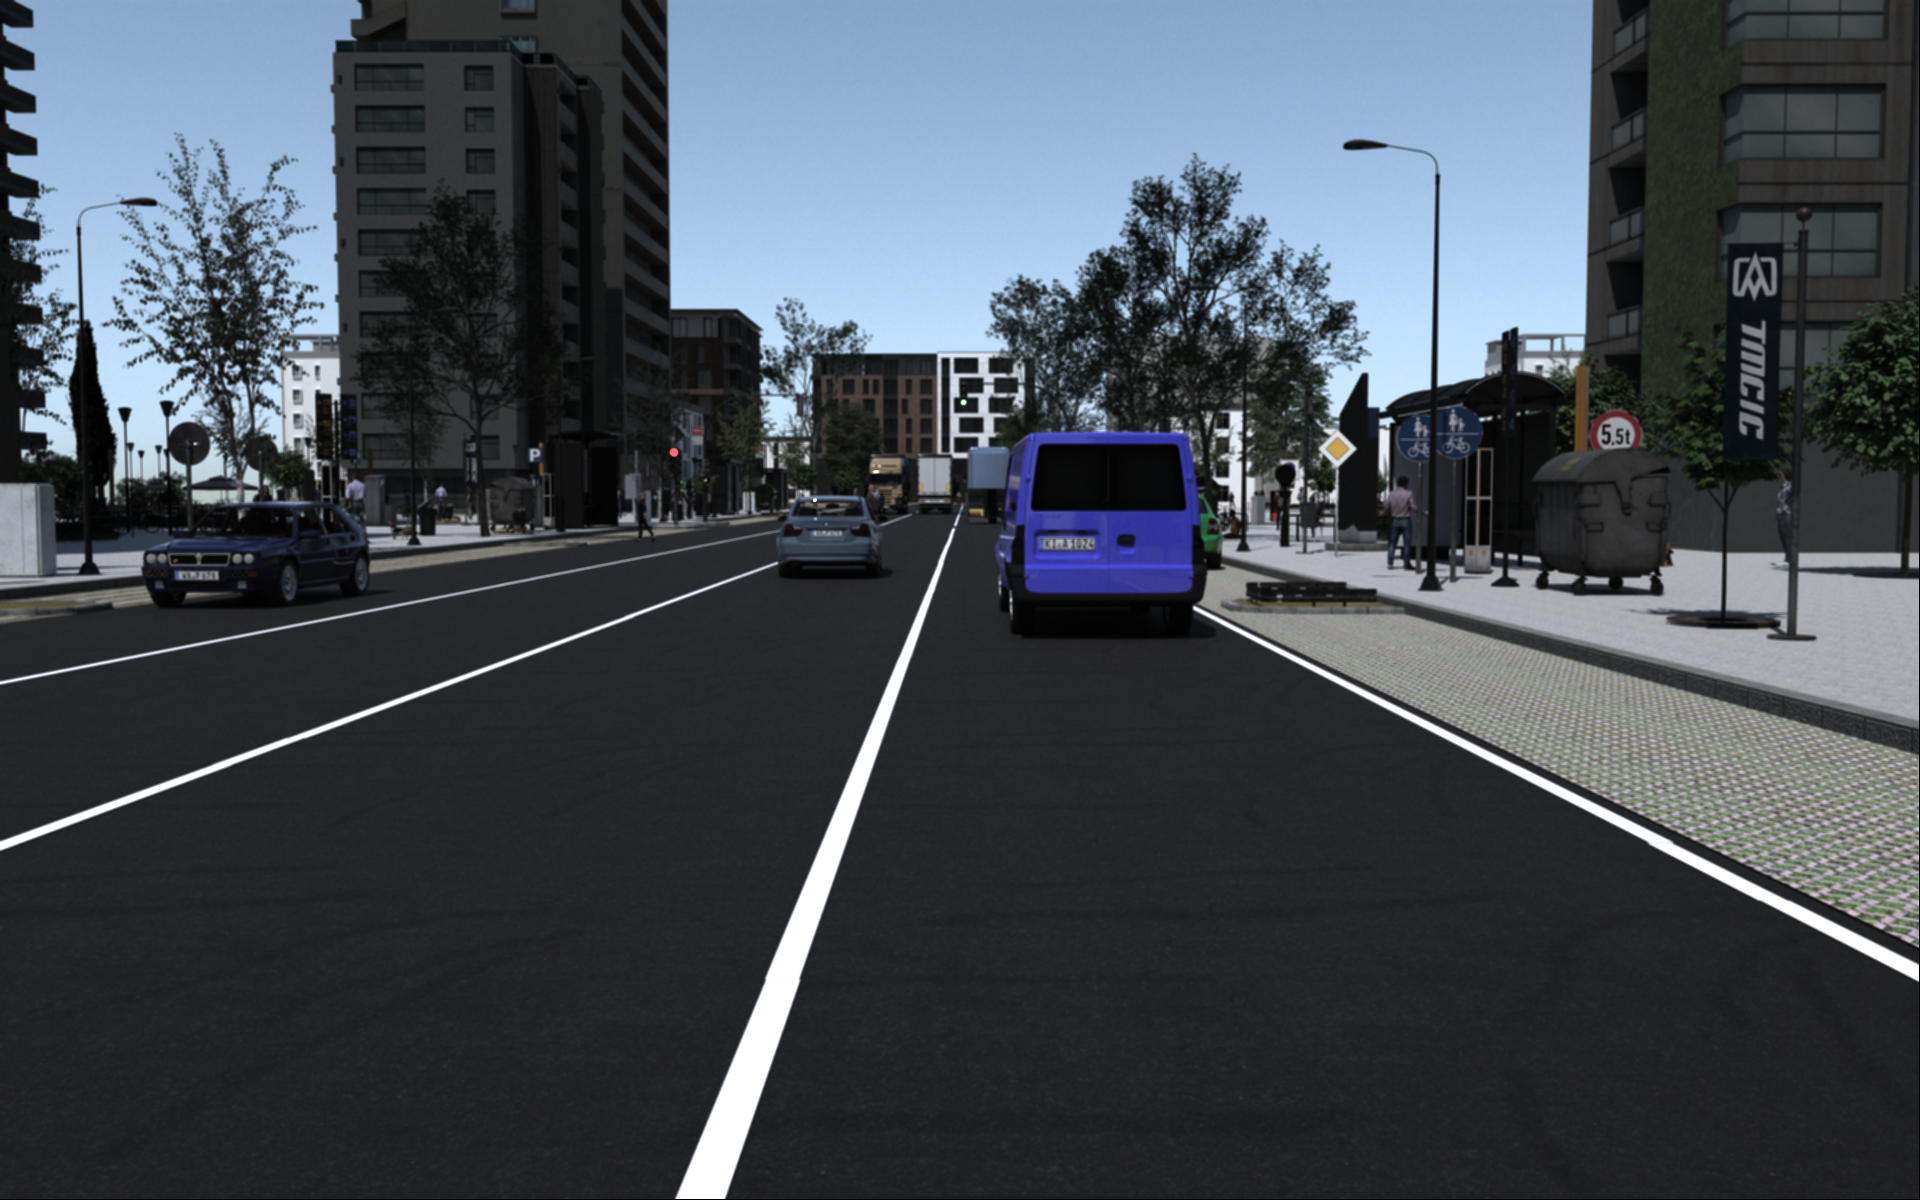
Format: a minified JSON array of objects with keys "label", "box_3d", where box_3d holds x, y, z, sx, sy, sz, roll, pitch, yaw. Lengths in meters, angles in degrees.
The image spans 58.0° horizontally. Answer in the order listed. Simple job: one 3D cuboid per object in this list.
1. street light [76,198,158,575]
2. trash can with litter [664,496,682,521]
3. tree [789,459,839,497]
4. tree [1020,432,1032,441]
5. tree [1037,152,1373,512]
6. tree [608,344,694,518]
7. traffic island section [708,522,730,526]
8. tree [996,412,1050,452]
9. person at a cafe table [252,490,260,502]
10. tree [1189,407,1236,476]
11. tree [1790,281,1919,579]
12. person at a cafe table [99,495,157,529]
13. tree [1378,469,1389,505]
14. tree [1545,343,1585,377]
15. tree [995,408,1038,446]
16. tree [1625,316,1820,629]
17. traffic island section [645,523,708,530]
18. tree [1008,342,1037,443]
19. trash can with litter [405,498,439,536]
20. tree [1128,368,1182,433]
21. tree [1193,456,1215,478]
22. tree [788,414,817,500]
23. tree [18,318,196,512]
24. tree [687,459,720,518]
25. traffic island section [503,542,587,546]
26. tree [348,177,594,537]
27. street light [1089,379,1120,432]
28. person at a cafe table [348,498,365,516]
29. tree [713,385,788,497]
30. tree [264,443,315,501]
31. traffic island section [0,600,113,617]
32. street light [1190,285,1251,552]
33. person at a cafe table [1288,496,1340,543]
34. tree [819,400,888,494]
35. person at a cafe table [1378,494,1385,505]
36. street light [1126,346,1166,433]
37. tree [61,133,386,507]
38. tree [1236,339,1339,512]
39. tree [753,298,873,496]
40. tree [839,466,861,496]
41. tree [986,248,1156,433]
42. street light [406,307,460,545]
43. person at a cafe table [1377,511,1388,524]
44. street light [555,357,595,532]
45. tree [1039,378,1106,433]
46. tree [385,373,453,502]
[{"label":"street light","box_3d":[-13.278,-3.349,27.300,1.470,5.913,1.316,0,4,0]},{"label":"trash can with litter","box_3d":[-13.666,-4.319,82.007,1.055,1.170,0.624,0,4,-8]},{"label":"tree","box_3d":[-14.245,-10.666,158.110,4.285,4.588,4.351,0,3,0]},{"label":"tree","box_3d":[8.349,-15.095,197.164,4.737,8.622,4.395,0,3,0]},{"label":"tree","box_3d":[6.793,-6.865,46.663,8.767,10.594,7.601,0,4,6]},{"label":"tree","box_3d":[-14.698,-8.171,83.963,4.360,8.622,3.978,0,3,0]},{"label":"traffic island section","box_3d":[-11.630,-3.467,78.960,2.009,0.180,2.903,0,4,0]},{"label":"tree","box_3d":[8.010,-17.648,214.304,9.928,11.665,9.643,0,3,0]},{"label":"person at a cafe table","box_3d":[-33.227,-4.520,82.412,1.698,1.524,1.622,-1,4,-15]},{"label":"tree","box_3d":[20.693,-11.822,143.647,4.737,8.622,4.395,0,3,0]},{"label":"tree","box_3d":[14.685,-2.628,26.675,4.285,4.588,4.351,0,3,0]},{"label":"person at a cafe table","box_3d":[-30.621,-3.255,64.088,1.698,1.238,1.726,0,4,-3]},{"label":"tree","box_3d":[31.659,-8.351,131.138,1.663,3.219,1.824,0,3,0]},{"label":"tree","box_3d":[30.368,-8.207,84.540,4.737,8.622,4.395,0,3,0]},{"label":"tree","box_3d":[7.764,-18.985,228.538,7.486,12.596,7.792,0,3,0]},{"label":"tree","box_3d":[7.497,-1.357,16.795,1.663,3.219,1.824,0,3,0]},{"label":"traffic island section","box_3d":[-11.663,-2.978,70.975,2.009,0.180,2.903,0,4,0]},{"label":"tree","box_3d":[6.674,-7.761,61.310,8.767,10.594,7.601,1,4,10]},{"label":"trash can with litter","box_3d":[-16.570,-2.554,53.140,1.055,1.170,0.624,-2,4,-30]},{"label":"tree","box_3d":[11.188,-9.197,100.728,4.360,8.622,3.978,0,3,0]},{"label":"tree","box_3d":[20.449,-10.174,150.054,4.285,4.588,4.351,0,3,0]},{"label":"tree","box_3d":[-14.482,-12.250,150.657,4.737,8.622,4.395,0,3,0]},{"label":"tree","box_3d":[-68.392,-14.190,133.831,13.155,14.587,18.604,0,4,1]},{"label":"tree","box_3d":[-13.549,-6.002,92.727,1.663,3.219,1.824,0,3,0]},{"label":"traffic island section","box_3d":[-11.432,-1.538,48.007,1.991,0.108,1.994,0,4,0]},{"label":"tree","box_3d":[-14.683,-7.189,51.960,7.601,10.594,8.767,-1,4,-21]},{"label":"street light","box_3d":[5.921,-5.981,70.327,1.470,5.913,1.316,0,4,0]},{"label":"person at a cafe table","box_3d":[-35.492,-5.750,102.534,1.622,1.524,1.698,0,4,-8]},{"label":"tree","box_3d":[-14.291,-10.122,115.853,4.737,8.622,4.395,0,3,0]},{"label":"tree","box_3d":[-43.347,-7.826,111.667,4.285,4.588,4.351,0,3,0]},{"label":"traffic island section","box_3d":[-11.535,0.110,21.064,1.991,0.108,1.994,0,4,0]},{"label":"street light","box_3d":[5.801,-4.040,38.598,1.470,5.913,1.316,0,4,0]},{"label":"person at a cafe table","box_3d":[9.582,-2.184,46.564,1.698,1.238,1.726,2,4,28]},{"label":"tree","box_3d":[-14.145,-19.758,229.700,9.857,13.997,8.962,0,3,0]},{"label":"person at a cafe table","box_3d":[35.396,-8.356,145.134,1.698,1.524,1.622,-2,4,-30]},{"label":"street light","box_3d":[5.893,-5.011,54.476,1.470,5.913,1.316,0,4,0]},{"label":"tree","box_3d":[-14.917,-5.199,35.365,4.360,8.622,3.978,0,3,0]},{"label":"tree","box_3d":[23.963,-12.734,126.335,7.486,12.596,7.792,0,3,0]},{"label":"tree","box_3d":[-15.664,-19.179,169.467,12.611,20.169,13.585,0,3,0]},{"label":"tree","box_3d":[-13.189,-13.427,203.237,4.285,4.588,4.351,0,3,0]},{"label":"tree","box_3d":[8.984,-16.931,132.711,12.611,20.169,13.585,0,3,0]},{"label":"street light","box_3d":[-13.134,-4.322,43.203,1.470,5.913,1.316,0,4,0]},{"label":"person at a cafe table","box_3d":[14.631,-2.768,56.112,1.726,1.238,1.698,-2,4,-25]},{"label":"street light","box_3d":[-13.085,-5.284,58.937,1.470,5.913,1.316,0,4,0]},{"label":"tree","box_3d":[7.053,-9.740,109.617,4.360,8.622,3.978,0,3,0]},{"label":"tree","box_3d":[-31.475,-9.228,101.240,4.360,8.622,3.978,0,3,0]}]
